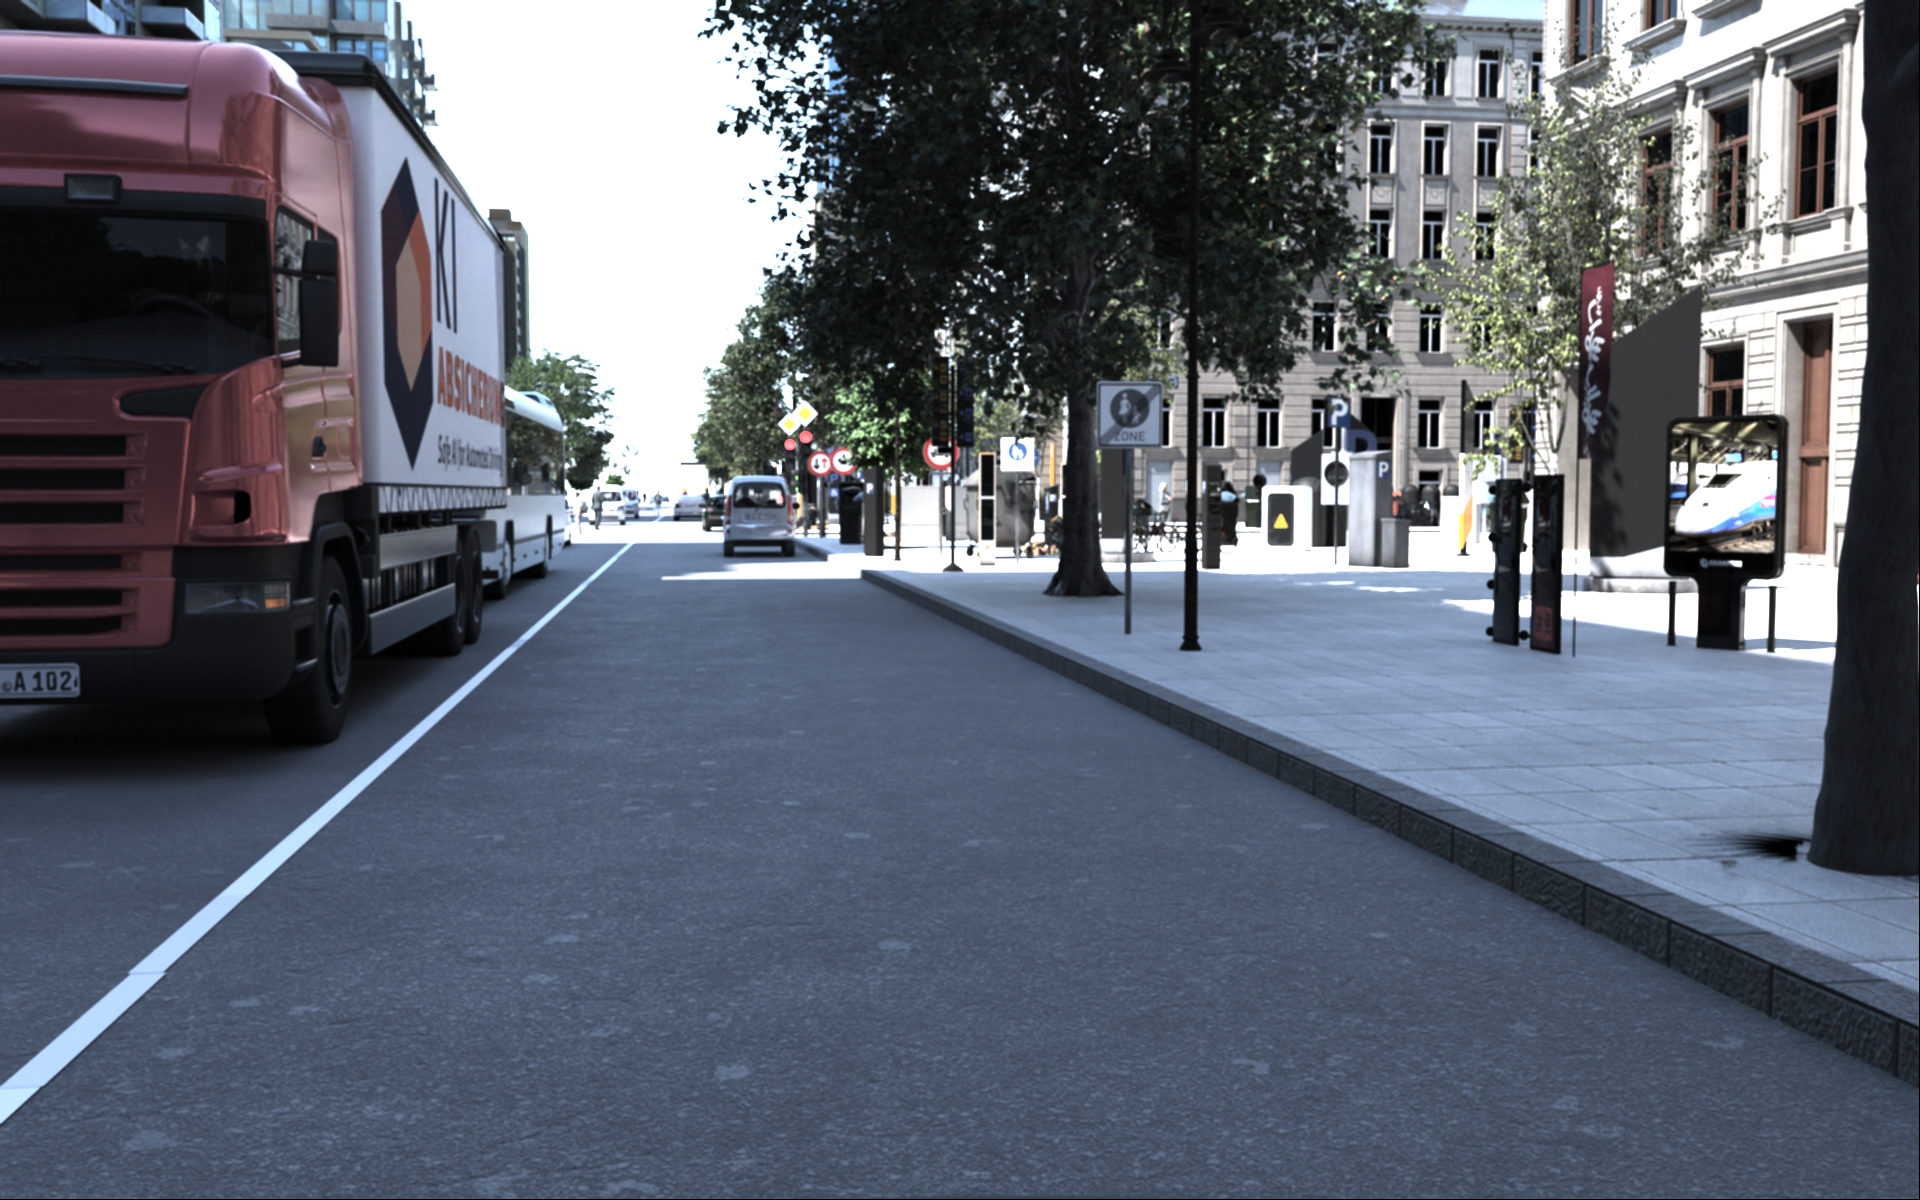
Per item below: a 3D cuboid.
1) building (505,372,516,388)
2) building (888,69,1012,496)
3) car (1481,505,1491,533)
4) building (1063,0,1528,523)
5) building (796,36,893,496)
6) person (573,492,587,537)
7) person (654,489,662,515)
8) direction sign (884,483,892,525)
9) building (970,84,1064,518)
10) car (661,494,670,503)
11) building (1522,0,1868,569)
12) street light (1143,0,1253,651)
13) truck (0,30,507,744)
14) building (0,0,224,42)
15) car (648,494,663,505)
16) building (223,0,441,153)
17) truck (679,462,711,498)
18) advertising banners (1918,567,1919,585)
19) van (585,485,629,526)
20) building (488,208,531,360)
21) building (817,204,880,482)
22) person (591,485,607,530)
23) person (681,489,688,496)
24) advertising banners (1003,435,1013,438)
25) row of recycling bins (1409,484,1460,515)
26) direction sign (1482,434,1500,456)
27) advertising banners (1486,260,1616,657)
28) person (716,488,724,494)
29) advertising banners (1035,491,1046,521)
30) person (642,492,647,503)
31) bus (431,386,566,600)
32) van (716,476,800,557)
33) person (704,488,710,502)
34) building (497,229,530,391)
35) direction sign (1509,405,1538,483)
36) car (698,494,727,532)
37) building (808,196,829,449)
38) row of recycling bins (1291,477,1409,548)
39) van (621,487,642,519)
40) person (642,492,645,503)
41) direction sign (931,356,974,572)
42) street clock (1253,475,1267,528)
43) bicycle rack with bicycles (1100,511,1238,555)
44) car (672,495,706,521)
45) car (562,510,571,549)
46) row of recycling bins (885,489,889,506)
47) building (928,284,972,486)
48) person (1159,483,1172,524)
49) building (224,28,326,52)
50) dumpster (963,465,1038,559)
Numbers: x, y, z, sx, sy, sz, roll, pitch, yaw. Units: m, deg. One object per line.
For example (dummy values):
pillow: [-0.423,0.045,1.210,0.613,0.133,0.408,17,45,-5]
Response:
building: [-76.400,-24.060,238.415,27.650,21.520,28.899,-1,4,-9]
building: [3.085,-43.977,157.282,20.563,71.187,20.611,-1,4,-9]
car: [19.247,-2.925,59.616,4.920,1.459,2.131,0,4,-7]
building: [18.036,-17.490,83.229,25.104,27.353,12.463,-1,4,-9]
building: [-14.923,-59.087,278.735,22.319,86.520,31.000,-1,4,-9]
person: [-12.837,-2.888,58.321,0.503,1.515,0.523,2,4,26]
person: [-20.730,-6.726,118.812,0.623,1.781,0.721,0,4,4]
direction sign: [-3.036,-4.911,72.285,0.876,3.537,0.379,2,4,28]
building: [8.355,-19.469,104.229,13.634,28.700,20.117,-1,4,-9]
car: [-47.268,-16.201,276.892,2.014,1.417,4.499,-1,4,-11]
building: [19.853,-11.904,30.781,11.583,22.565,21.152,-1,4,-9]
street light: [1.897,-2.525,14.072,0.468,5.910,1.993,-1,4,-9]
truck: [-5.277,-1.482,13.144,2.839,4.237,11.283,-1,4,-9]
building: [-47.525,-46.953,80.361,22.319,86.520,31.000,-1,4,-9]
car: [-40.966,-13.507,232.848,2.014,1.417,4.499,-1,4,-9]
building: [-62.290,-33.443,166.399,23.786,49.044,30.456,-1,4,-9]
truck: [-23.744,-10.174,155.265,2.839,4.237,11.283,0,4,-8]
advertising banners: [13.602,-1.727,24.417,2.074,3.025,0.090,-2,4,-24]
van: [-16.329,-4.476,80.191,2.013,2.044,4.112,-1,4,-11]
building: [-75.495,-38.148,273.837,14.600,45.320,14.200,-1,4,-9]
building: [-13.002,-34.177,242.395,14.154,41.232,14.086,-1,4,-9]
person: [-14.335,-3.683,68.895,0.661,1.801,0.590,2,4,35]
person: [-22.447,-8.151,141.733,1.348,1.831,0.705,-3,5,-41]
advertising banners: [0.959,-3.344,50.870,0.090,3.025,2.074,3,4,37]
row of recycling bins: [20.411,-4.048,73.297,3.534,1.692,1.069,2,4,26]
direction sign: [19.924,-4.467,65.028,0.876,3.537,0.379,-2,4,-29]
advertising banners: [4.768,-1.093,14.058,0.090,3.025,2.074,0,4,-7]
person: [-14.862,-6.002,106.890,0.793,1.790,0.793,3,4,36]
advertising banners: [3.270,-5.304,82.901,2.074,3.025,0.090,-1,4,-12]
person: [-51.148,-16.718,281.857,1.348,1.822,0.705,-3,4,-38]
bus: [-7.797,-1.912,26.115,2.948,3.499,13.247,-1,4,-8]
van: [-4.782,-2.082,41.053,2.013,2.044,4.112,0,4,-7]
person: [-15.256,-5.800,103.611,0.573,1.790,0.520,1,4,22]
building: [-72.435,-35.264,260.152,14.154,41.232,14.086,-1,4,-9]
direction sign: [14.342,-3.173,43.873,0.876,3.537,0.379,0,4,2]
car: [-9.056,-3.489,66.830,2.009,1.686,4.222,-1,4,-10]
building: [-14.933,-37.073,256.257,14.600,45.320,14.200,-1,4,-9]
row of recycling bins: [9.463,-2.170,42.597,3.534,1.692,1.069,-3,5,-40]
van: [-19.640,-5.774,101.414,2.013,2.044,4.112,-1,4,-10]
person: [-52.612,-17.115,288.321,1.348,1.826,0.705,3,5,43]
direction sign: [-0.119,-2.243,28.670,0.876,3.537,0.379,-3,5,-39]
street clock: [11.188,-3.677,64.681,0.358,2.002,0.471,-3,5,-40]
bicycle rack with bicycles: [4.172,-1.456,37.188,2.852,0.926,2.925,-2,4,-30]
car: [-14.576,-4.992,93.980,2.083,1.381,4.827,0,4,-8]
car: [-11.553,-2.108,46.824,2.083,1.381,4.827,-1,4,-9]
row of recycling bins: [-3.994,-6.873,119.491,3.534,1.692,1.069,1,4,13]
building: [5.823,-20.704,125.900,14.401,28.519,23.554,-1,4,-9]
person: [6.767,-2.941,56.774,0.537,1.800,0.526,-3,5,-44]
building: [-62.350,-27.356,139.151,32.217,40.220,23.993,-1,4,-9]
dumpster: [0.816,-1.772,34.730,1.264,1.857,1.865,-1,4,-9]
